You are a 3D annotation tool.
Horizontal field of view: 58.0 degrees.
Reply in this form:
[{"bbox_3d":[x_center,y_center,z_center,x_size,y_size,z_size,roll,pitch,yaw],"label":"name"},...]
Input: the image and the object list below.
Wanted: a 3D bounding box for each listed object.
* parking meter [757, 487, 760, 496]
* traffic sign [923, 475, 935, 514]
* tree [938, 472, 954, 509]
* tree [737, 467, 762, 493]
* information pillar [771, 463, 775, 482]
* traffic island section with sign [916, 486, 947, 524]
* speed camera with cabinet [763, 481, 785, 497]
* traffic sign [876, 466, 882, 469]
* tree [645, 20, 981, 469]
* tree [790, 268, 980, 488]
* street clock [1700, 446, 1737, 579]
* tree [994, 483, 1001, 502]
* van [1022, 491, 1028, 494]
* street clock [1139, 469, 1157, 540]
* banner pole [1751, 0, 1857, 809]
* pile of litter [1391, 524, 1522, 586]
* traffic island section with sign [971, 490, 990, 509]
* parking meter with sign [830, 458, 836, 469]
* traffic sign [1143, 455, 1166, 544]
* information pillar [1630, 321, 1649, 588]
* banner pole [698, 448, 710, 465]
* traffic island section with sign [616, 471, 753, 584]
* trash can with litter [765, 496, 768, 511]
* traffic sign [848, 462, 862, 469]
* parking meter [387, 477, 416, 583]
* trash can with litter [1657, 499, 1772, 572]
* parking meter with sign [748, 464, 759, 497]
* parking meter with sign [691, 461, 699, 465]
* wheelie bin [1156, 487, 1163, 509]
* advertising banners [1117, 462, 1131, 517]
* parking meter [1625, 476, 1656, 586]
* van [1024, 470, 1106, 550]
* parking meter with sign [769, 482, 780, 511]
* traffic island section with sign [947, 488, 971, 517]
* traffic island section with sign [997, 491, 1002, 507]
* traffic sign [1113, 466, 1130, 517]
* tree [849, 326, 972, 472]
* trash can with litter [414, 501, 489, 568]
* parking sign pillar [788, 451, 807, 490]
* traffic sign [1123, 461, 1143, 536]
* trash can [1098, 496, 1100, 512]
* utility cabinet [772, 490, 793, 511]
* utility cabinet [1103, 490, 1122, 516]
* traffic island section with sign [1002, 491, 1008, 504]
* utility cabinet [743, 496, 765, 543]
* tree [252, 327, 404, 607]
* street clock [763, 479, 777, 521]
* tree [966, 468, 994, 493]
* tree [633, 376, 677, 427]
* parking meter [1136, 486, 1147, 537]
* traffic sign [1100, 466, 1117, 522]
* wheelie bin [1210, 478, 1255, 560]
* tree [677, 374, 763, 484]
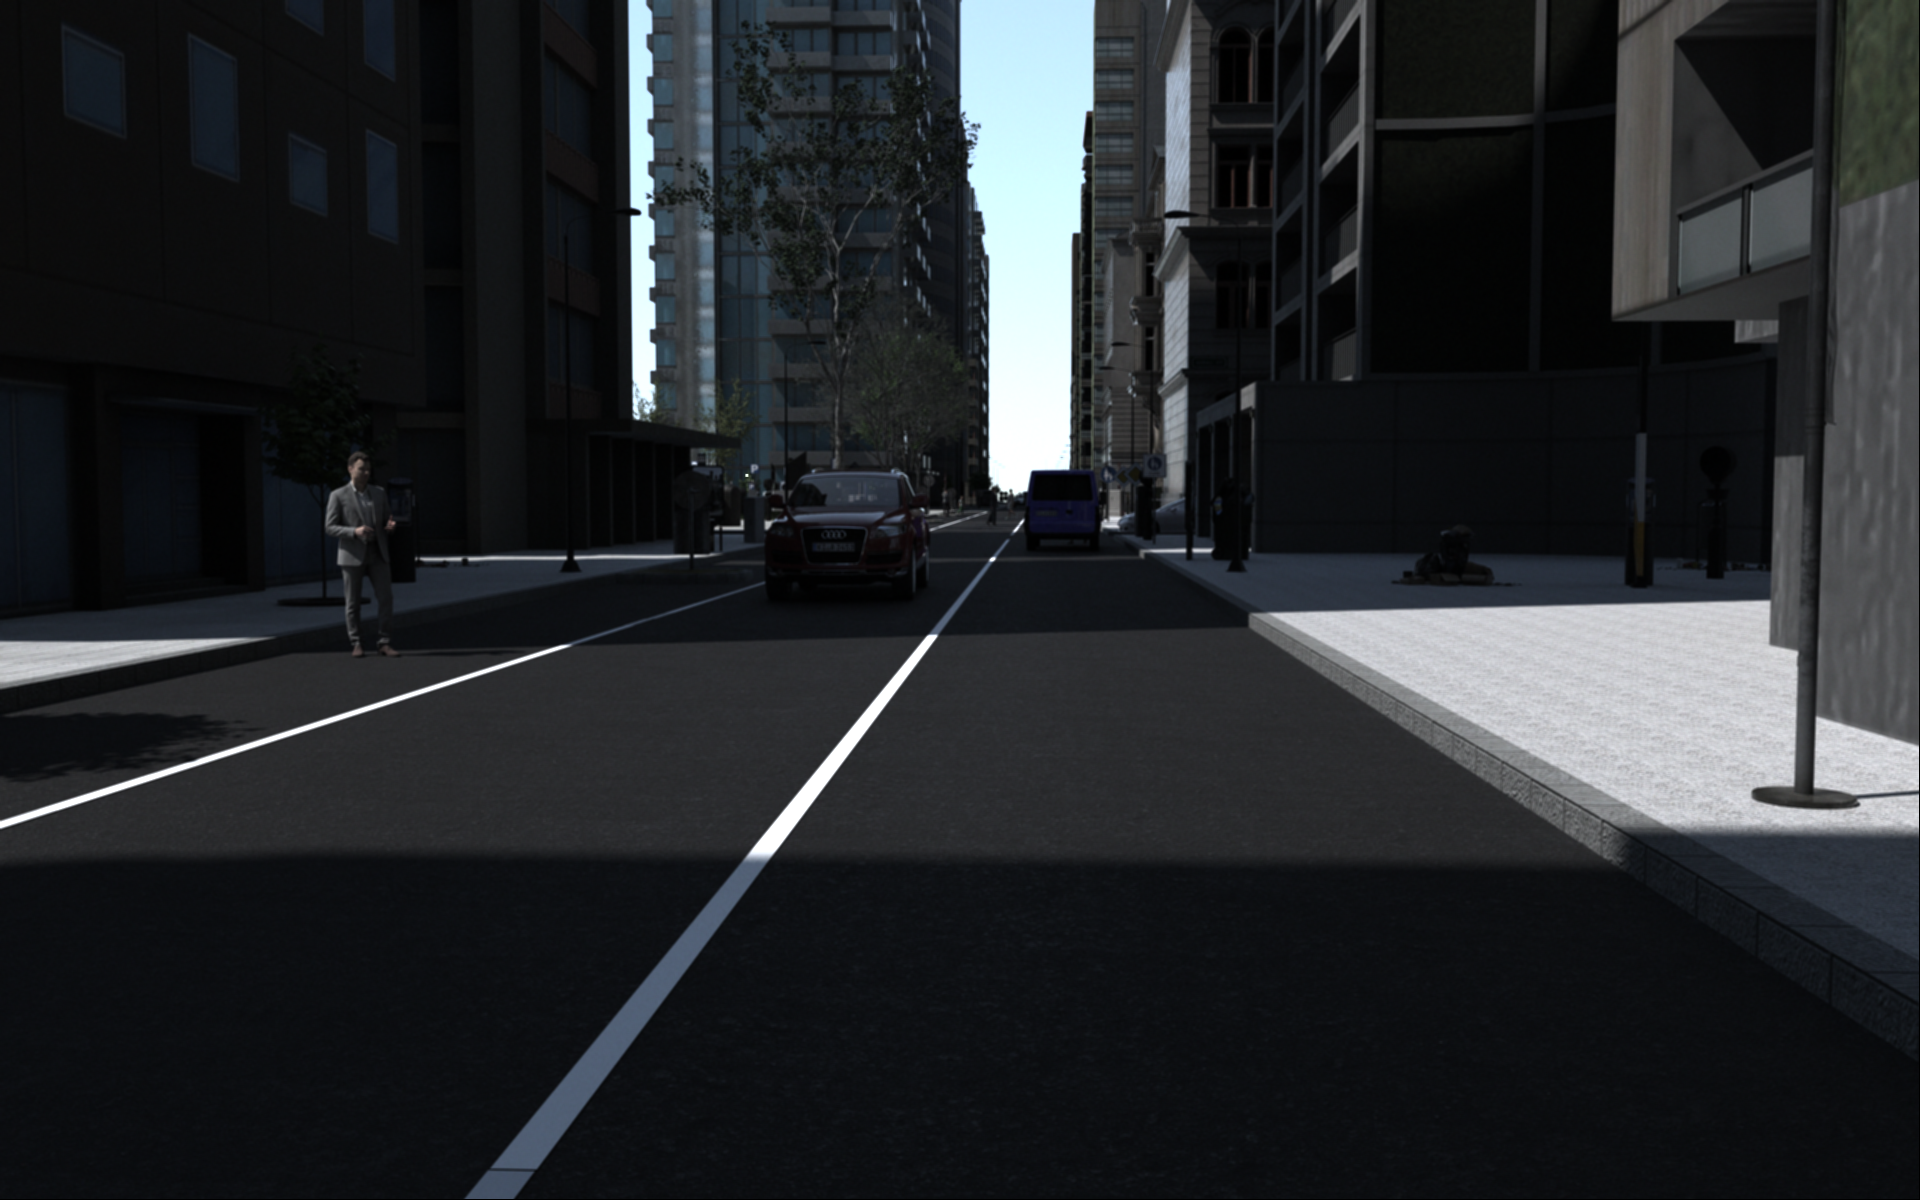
[{"bbox_3d":[-16.003,-8.027,136.950,0.399,1.863,0.255,0,4,-4],"label":"parking meter"},{"bbox_3d":[-2.045,-6.945,113.650,0.768,2.556,0.104,1,4,10],"label":"traffic sign"},{"bbox_3d":[-0.944,-9.571,151.082,1.663,3.219,1.824,0,3,0],"label":"tree"},{"bbox_3d":[-15.135,-7.894,123.664,1.663,3.219,1.824,0,3,0],"label":"tree"},{"bbox_3d":[-14.058,-8.487,130.116,0.183,3.616,0.504,2,4,24],"label":"information pillar"},{"bbox_3d":[-1.795,-4.618,84.135,1.989,1.847,2.006,0,4,3],"label":"traffic island section with sign"},{"bbox_3d":[-12.796,-7.787,121.653,2.038,3.252,0.660,1,4,19],"label":"speed camera with cabinet"},{"bbox_3d":[-2.866,-3.539,61.501,0.795,2.450,0.064,0,4,3],"label":"traffic sign"},{"bbox_3d":[-6.393,-13.175,71.302,12.611,20.169,13.585,0,3,0],"label":"tree"},{"bbox_3d":[-4.099,-11.299,95.100,12.009,13.543,11.850,0,3,0],"label":"tree"},{"bbox_3d":[11.457,-1.324,26.216,0.358,2.002,0.471,-3,5,-43],"label":"street clock"},{"bbox_3d":[6.182,-18.481,296.769,1.663,3.219,1.824,0,3,0],"label":"tree"},{"bbox_3d":[9.817,-15.135,254.460,2.013,2.044,4.112,0,4,2],"label":"van"},{"bbox_3d":[5.240,-2.674,48.297,0.471,2.002,0.358,-2,4,-32],"label":"street clock"},{"bbox_3d":[3.653,-1.058,7.318,0.401,3.779,0.863,2,4,33],"label":"banner pole"},{"bbox_3d":[7.044,-0.647,24.544,1.719,0.858,1.176,2,4,33],"label":"pile of litter"},{"bbox_3d":[1.914,-9.318,160.984,1.989,1.847,2.006,0,4,3],"label":"traffic island section with sign"},{"bbox_3d":[-5.709,-5.365,83.983,0.543,3.016,1.738,-2,4,-25],"label":"parking meter with sign"},{"bbox_3d":[4.959,-2.572,44.175,0.606,2.300,0.079,1,4,9],"label":"traffic sign"},{"bbox_3d":[9.340,-1.982,23.757,0.183,3.616,0.504,1,4,15],"label":"information pillar"},{"bbox_3d":[-13.879,-6.376,94.270,0.863,3.779,0.401,-1,4,-18],"label":"banner pole"},{"bbox_3d":[-4.489,-1.226,28.667,1.989,1.847,2.006,0,4,3],"label":"traffic island section with sign"},{"bbox_3d":[-9.958,-4.940,91.821,1.678,1.210,2.233,2,4,33],"label":"trash can with litter"},{"bbox_3d":[-3.253,-3.051,53.525,0.795,2.450,0.064,0,4,3],"label":"traffic sign"},{"bbox_3d":[-8.102,-1.022,25.121,0.372,1.533,0.369,0,3,0],"label":"parking meter"},{"bbox_3d":[12.942,-1.103,29.091,1.678,1.210,2.233,-3,4,-37],"label":"trash can with litter"},{"bbox_3d":[-12.007,-6.351,100.098,0.543,3.016,1.738,0,4,4],"label":"parking meter with sign"},{"bbox_3d":[-13.567,-5.919,93.029,0.543,3.016,1.738,3,5,42],"label":"parking meter with sign"},{"bbox_3d":[8.815,-4.315,78.457,0.980,1.594,0.693,0,4,-5],"label":"wheelie bin"},{"bbox_3d":[9.055,-6.098,95.891,0.090,3.025,2.074,2,4,25],"label":"advertising banners"},{"bbox_3d":[9.563,-0.975,24.353,0.372,1.533,0.369,0,3,0],"label":"parking meter"},{"bbox_3d":[2.747,-2.533,45.799,2.240,2.365,5.245,0,4,4],"label":"van"},{"bbox_3d":[-12.009,-7.063,111.747,1.738,3.016,0.543,-1,4,-20],"label":"parking meter with sign"},{"bbox_3d":[-0.495,-6.269,111.126,1.989,1.847,2.006,0,4,3],"label":"traffic island section with sign"},{"bbox_3d":[3.255,-10.997,188.431,1.989,1.847,2.006,0,4,3],"label":"traffic island section with sign"},{"bbox_3d":[5.767,-3.512,61.063,0.795,2.450,0.064,0,4,3],"label":"traffic sign"},{"bbox_3d":[-3.081,-11.006,105.701,9.928,11.665,9.643,0,3,0],"label":"tree"},{"bbox_3d":[-9.359,-1.186,30.444,2.233,1.210,1.678,-2,4,-29],"label":"trash can with litter"},{"bbox_3d":[-10.207,-7.287,107.620,1.447,3.967,1.447,-1,4,-21],"label":"parking sign pillar"},{"bbox_3d":[5.380,-3.024,53.088,0.795,2.450,0.064,0,4,3],"label":"traffic sign"},{"bbox_3d":[9.348,-6.340,115.319,0.748,1.137,0.748,0,3,0],"label":"trash can"},{"bbox_3d":[-10.568,-5.781,103.190,1.173,1.500,0.318,-1,4,-13],"label":"utility cabinet"},{"bbox_3d":[8.575,-5.489,98.423,1.173,1.500,0.318,1,4,23],"label":"utility cabinet"},{"bbox_3d":[5.909,-14.346,243.184,1.989,1.847,2.006,0,4,3],"label":"traffic island section with sign"},{"bbox_3d":[-5.433,-2.110,45.664,0.306,1.237,1.020,-2,4,-23],"label":"utility cabinet"},{"bbox_3d":[-7.324,-1.568,20.233,1.663,3.219,1.824,0,3,0],"label":"tree"},{"bbox_3d":[-9.152,-4.777,82.679,0.358,2.002,0.471,2,4,28],"label":"street clock"},{"bbox_3d":[2.449,-14.082,213.946,4.285,4.588,4.351,0,3,0],"label":"tree"},{"bbox_3d":[-19.223,-9.602,107.361,4.737,8.622,4.395,0,3,0],"label":"tree"},{"bbox_3d":[5.465,-2.663,51.947,0.372,1.533,0.369,0,3,0],"label":"parking meter"},{"bbox_3d":[6.727,-4.798,78.553,0.768,2.556,0.104,0,4,6],"label":"traffic sign"},{"bbox_3d":[5.332,-1.580,33.746,0.693,1.594,0.980,3,4,37],"label":"wheelie bin"},{"bbox_3d":[-14.207,-9.495,105.599,4.737,8.622,4.395,0,3,0],"label":"tree"}]
